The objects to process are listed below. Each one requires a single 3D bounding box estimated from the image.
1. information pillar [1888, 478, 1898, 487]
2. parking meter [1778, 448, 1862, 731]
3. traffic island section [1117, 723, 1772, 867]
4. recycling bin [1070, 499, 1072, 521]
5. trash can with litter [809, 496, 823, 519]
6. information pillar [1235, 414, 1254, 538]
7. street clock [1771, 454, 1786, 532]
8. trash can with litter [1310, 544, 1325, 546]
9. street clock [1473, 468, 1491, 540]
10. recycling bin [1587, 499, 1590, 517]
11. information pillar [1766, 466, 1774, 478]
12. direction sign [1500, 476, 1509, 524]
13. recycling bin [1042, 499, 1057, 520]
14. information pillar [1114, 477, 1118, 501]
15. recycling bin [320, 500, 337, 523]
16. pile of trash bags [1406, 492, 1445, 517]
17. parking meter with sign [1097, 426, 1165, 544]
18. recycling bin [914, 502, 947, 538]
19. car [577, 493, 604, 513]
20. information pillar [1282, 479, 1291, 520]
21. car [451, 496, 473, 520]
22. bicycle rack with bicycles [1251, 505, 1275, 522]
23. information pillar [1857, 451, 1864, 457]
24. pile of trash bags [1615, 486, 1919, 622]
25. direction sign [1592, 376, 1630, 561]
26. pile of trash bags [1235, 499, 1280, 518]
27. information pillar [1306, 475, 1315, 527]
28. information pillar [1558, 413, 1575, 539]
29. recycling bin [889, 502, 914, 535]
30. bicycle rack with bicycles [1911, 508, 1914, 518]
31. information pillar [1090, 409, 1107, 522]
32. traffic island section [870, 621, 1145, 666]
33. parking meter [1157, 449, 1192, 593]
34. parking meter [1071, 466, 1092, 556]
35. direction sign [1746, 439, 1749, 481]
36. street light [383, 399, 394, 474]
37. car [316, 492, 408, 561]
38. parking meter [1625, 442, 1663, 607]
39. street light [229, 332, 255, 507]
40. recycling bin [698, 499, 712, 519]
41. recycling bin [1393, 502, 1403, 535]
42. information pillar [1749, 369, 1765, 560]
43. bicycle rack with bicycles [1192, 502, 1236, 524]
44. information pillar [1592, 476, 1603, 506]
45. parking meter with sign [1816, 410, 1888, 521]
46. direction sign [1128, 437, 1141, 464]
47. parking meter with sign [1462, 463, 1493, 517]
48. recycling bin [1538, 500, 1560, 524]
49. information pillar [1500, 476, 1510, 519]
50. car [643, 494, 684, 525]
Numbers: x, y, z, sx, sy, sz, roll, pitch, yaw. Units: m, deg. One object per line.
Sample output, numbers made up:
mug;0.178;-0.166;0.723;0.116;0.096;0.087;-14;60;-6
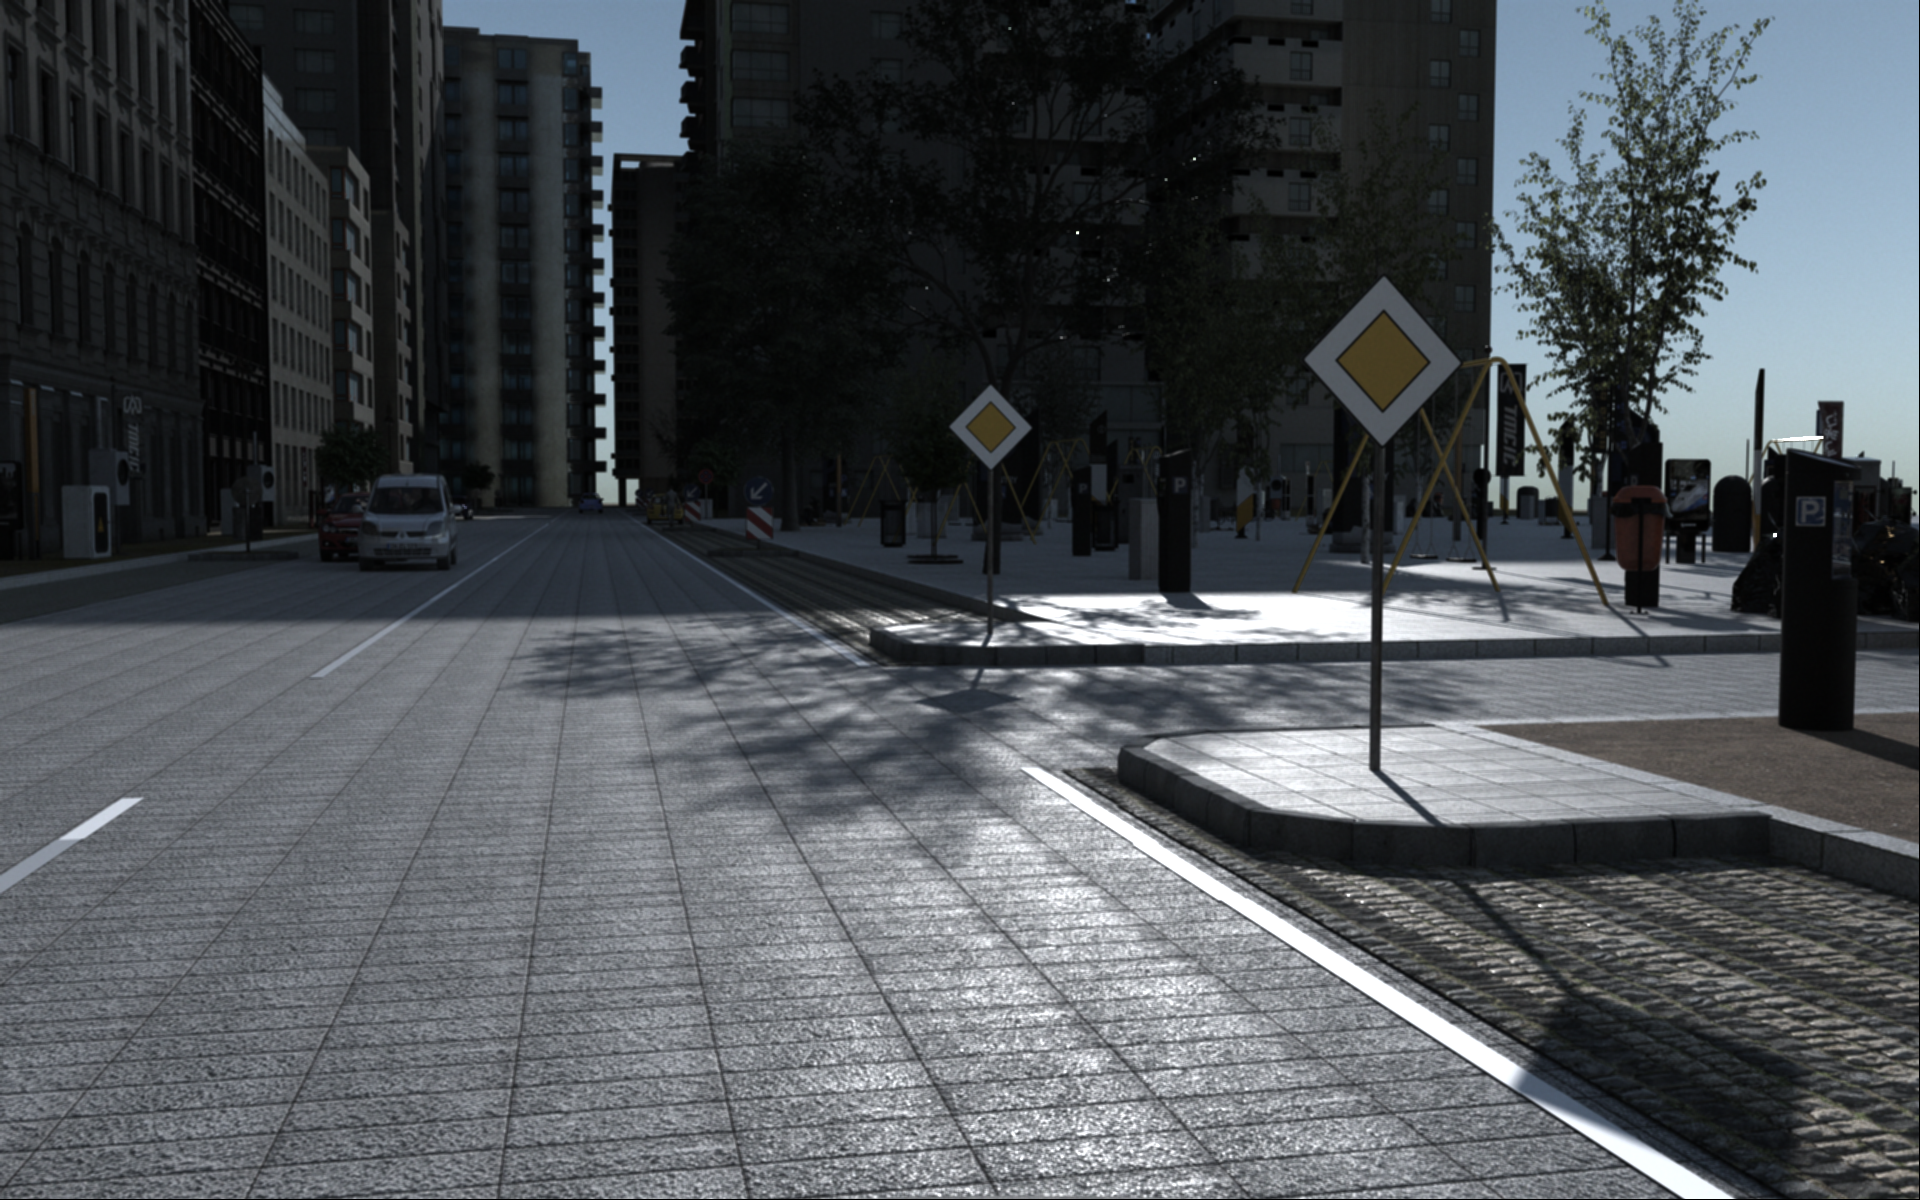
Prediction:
information pillar;42.107;-4.508;78.200;0.304;2.012;0.304;-1;4;-14
parking meter;4.717;-0.067;9.502;0.372;1.533;0.369;0;3;0
traffic island section;1.948;0.869;8.076;2.009;0.180;2.903;-1;4;-12
recycling bin;5.617;-4.254;82.113;0.722;1.027;0.722;1;4;19
trash can with litter;-7.292;-4.807;89.982;1.055;1.170;0.624;1;4;16
information pillar;8.244;-3.597;50.173;0.504;3.616;0.183;0;4;-4
street clock;14.998;-1.655;31.623;0.358;2.002;0.471;2;4;34
trash can with litter;9.578;-1.894;42.032;1.678;1.210;2.233;0;4;-8
street clock;14.715;-2.709;48.867;0.358;2.002;0.471;-2;4;-26
recycling bin;35.831;-5.211;97.746;0.722;1.027;0.722;1;4;14
information pillar;21.239;-2.492;45.238;0.304;2.012;0.304;3;5;39
direction sign;23.289;-5.013;73.958;0.876;3.537;0.379;-1;4;-13
recycling bin;4.297;-4.417;84.771;0.722;1.027;0.722;-2;4;-27
information pillar;6.746;-4.220;73.487;0.304;2.012;0.304;3;5;43
recycling bin;-27.345;-3.836;75.272;0.722;1.027;0.722;-2;4;-35
pile of trash bags;26.138;-5.309;96.555;1.912;1.369;3.447;3;4;37
parking meter with sign;4.419;-2.969;44.802;1.738;3.016;0.543;1;4;9
recycling bin;-0.820;-2.320;50.486;0.722;1.027;0.722;-1;4;-18
car;-27.762;-7.377;130.199;1.945;1.707;3.694;-1;4;-13
information pillar;15.948;-4.905;84.689;0.304;2.012;0.304;-2;4;-27
car;-28.217;-5.146;96.722;1.945;1.354;3.894;-1;4;-11
bicycle rack with bicycles;13.238;-4.162;81.427;2.925;0.926;2.852;1;4;16
information pillar;48.810;-6.282;94.059;0.504;3.616;0.183;0;4;-4
pile of trash bags;8.716;-0.528;18.391;3.447;1.369;1.912;1;4;17
direction sign;12.533;-2.533;33.411;0.876;3.537;0.379;-2;4;-24
pile of trash bags;16.126;-5.043;92.213;1.912;1.369;3.447;-1;4;-20
information pillar;13.706;-3.867;67.721;0.304;2.012;0.304;1;4;13
information pillar;17.553;-3.594;50.119;0.183;3.616;0.504;-2;4;-28
recycling bin;-1.845;-2.539;54.066;0.722;1.027;0.722;2;4;32
bicycle rack with bicycles;48.163;-4.705;90.313;2.925;0.926;2.852;3;5;44
information pillar;3.832;-3.457;47.875;0.504;3.616;0.183;0;4;3
traffic island section;0.294;0.391;15.888;2.009;0.180;2.903;-1;4;-12
parking meter;2.800;-1.036;22.653;0.399;1.863;0.255;-1;4;-21
parking meter;2.507;-1.845;35.883;0.399;1.863;0.255;0;4;-8
direction sign;32.588;-4.876;71.724;0.379;3.537;0.876;2;4;26
street light;-27.844;-6.839;84.600;0.468;5.910;1.993;-1;4;-12
car;-13.048;-1.793;38.358;2.155;1.783;4.494;-1;4;-13
parking meter;7.814;-0.862;19.807;0.255;1.863;0.399;0;4;-4
street light;-20.458;-4.690;49.468;0.468;5.910;1.993;-1;4;-12
recycling bin;-12.995;-4.629;88.238;0.722;1.027;0.722;-1;4;-10
recycling bin;13.646;-2.600;55.071;0.722;1.027;0.722;2;4;30
information pillar;15.037;-2.525;32.643;0.183;3.616;0.504;1;4;17
bicycle rack with bicycles;10.112;-3.680;73.547;2.925;0.926;2.852;-3;5;-40
information pillar;25.622;-3.983;69.621;0.304;2.012;0.304;-3;5;-44
parking meter with sign;18.629;-2.420;35.823;1.738;3.016;0.543;-1;4;-11
direction sign;6.937;-4.701;68.859;0.379;3.537;0.876;3;4;38
parking meter with sign;29.153;-6.200;97.632;1.738;3.016;0.543;0;4;2
recycling bin;25.752;-3.863;75.721;0.722;1.027;0.722;0;4;-2
information pillar;28.296;-6.029;89.930;0.504;3.616;0.183;-1;4;-14
car;-14.050;-4.417;82.445;2.015;1.641;3.980;-1;4;-10
